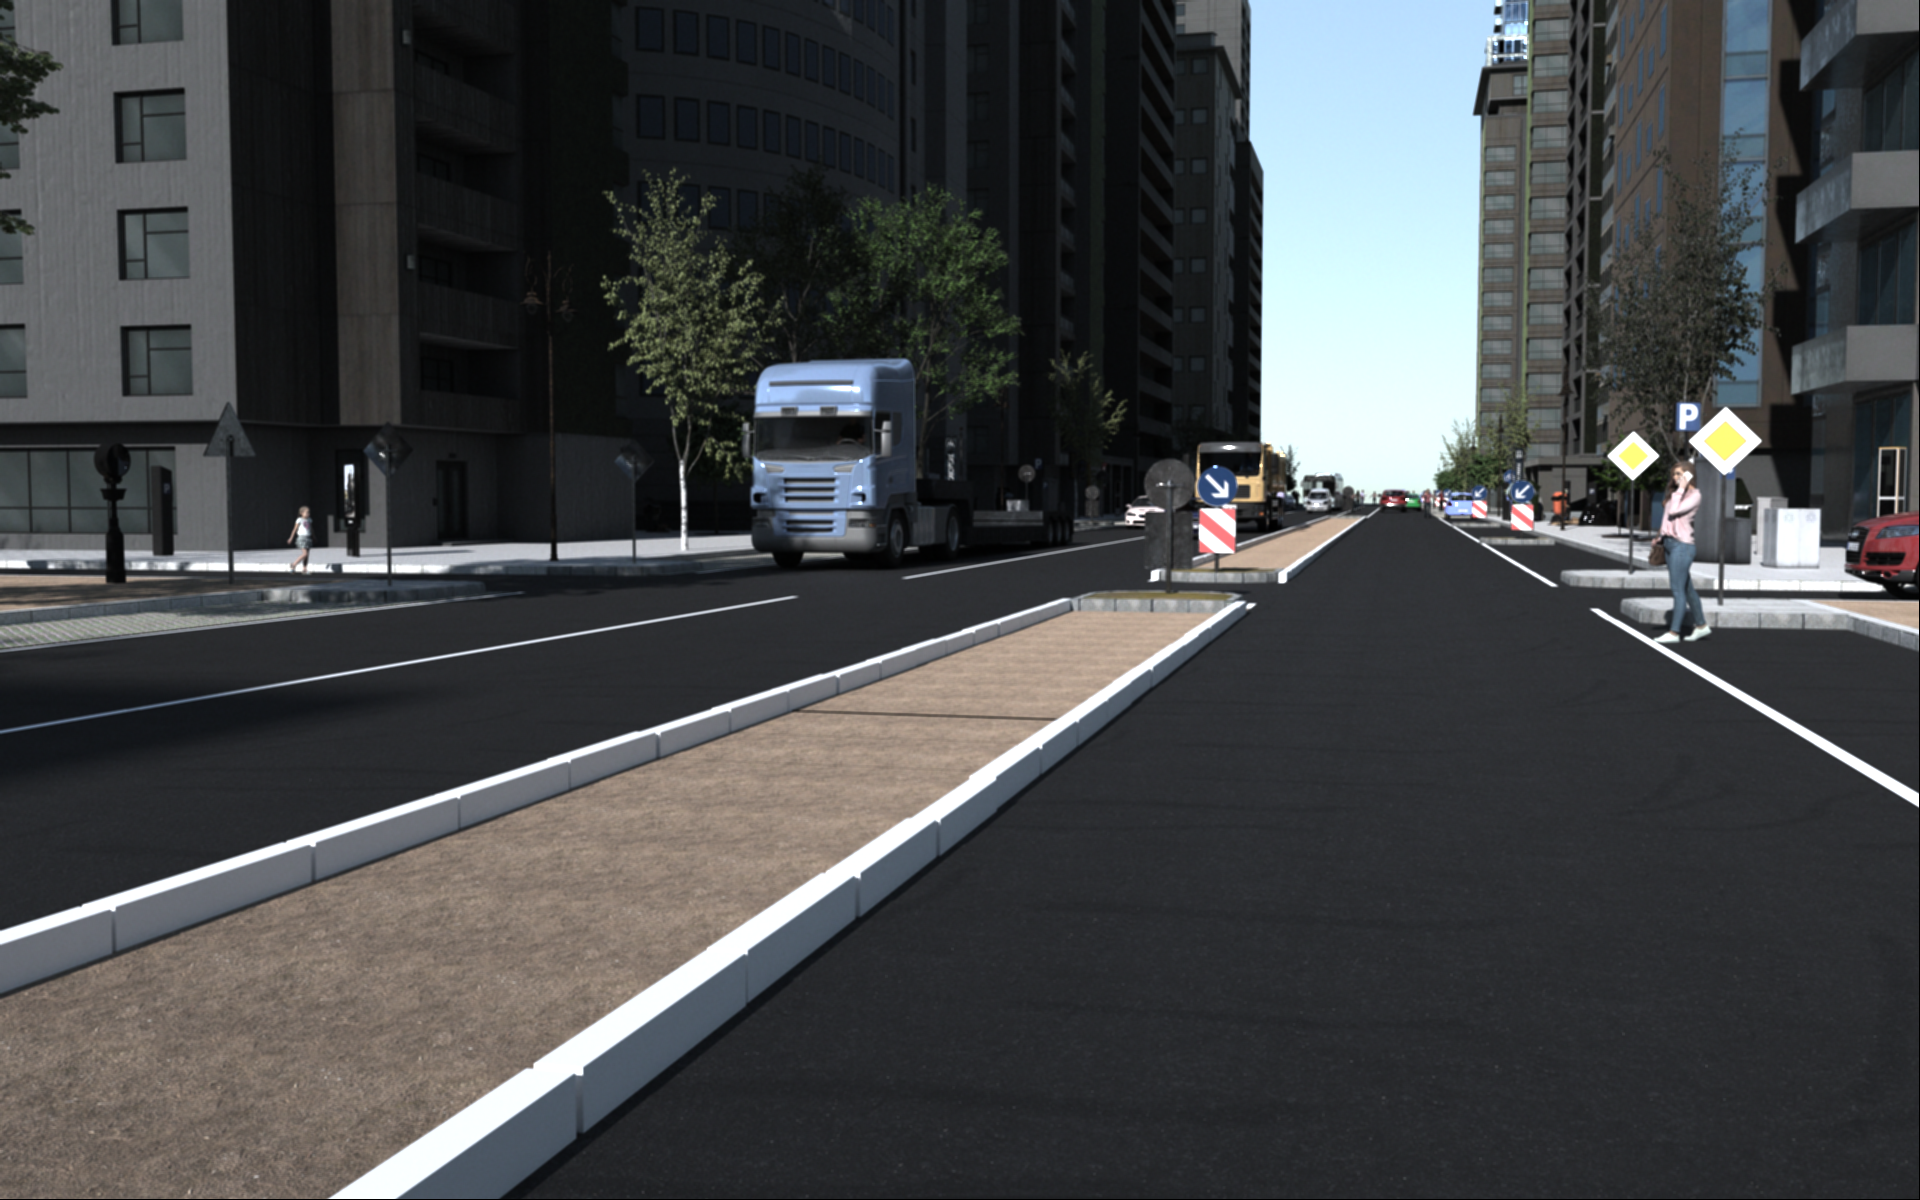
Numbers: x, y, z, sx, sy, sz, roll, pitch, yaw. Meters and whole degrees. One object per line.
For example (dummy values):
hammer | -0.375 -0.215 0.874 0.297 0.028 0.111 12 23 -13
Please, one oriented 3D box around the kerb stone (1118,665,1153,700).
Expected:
kerb stone | 1.228 0.606 12.333 0.120 0.150 1.000 1 4 14

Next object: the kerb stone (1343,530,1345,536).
kerb stone | 12.432 -2.103 56.575 0.120 0.150 1.000 1 4 14

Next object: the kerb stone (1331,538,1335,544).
kerb stone | 10.164 -1.555 47.625 0.120 0.150 1.000 1 4 14

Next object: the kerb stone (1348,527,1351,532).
kerb stone | 13.942 -2.463 62.539 0.120 0.150 1.000 1 4 14

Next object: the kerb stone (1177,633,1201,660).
kerb stone | 1.990 0.428 15.311 0.120 0.150 1.000 1 4 14

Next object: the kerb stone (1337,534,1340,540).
kerb stone | 11.173 -1.796 51.598 0.120 0.150 1.000 1 4 14

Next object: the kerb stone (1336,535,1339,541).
kerb stone | 10.919 -1.735 50.608 0.120 0.150 1.000 1 4 14

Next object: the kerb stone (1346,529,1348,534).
kerb stone | 13.185 -2.280 59.560 0.120 0.150 1.000 1 4 14

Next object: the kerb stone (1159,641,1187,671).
kerb stone | 1.739 0.482 14.320 0.120 0.150 1.000 1 4 14

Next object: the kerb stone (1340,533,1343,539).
kerb stone | 11.682 -1.920 53.585 0.120 0.150 1.000 1 4 14

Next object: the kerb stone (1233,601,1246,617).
kerb stone | 3.250 0.120 20.278 0.120 0.150 1.000 1 4 14

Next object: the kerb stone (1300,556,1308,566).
kerb stone | 6.648 -0.706 33.741 0.120 0.150 1.000 1 4 14

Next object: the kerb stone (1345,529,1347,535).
kerb stone | 12.940 -2.223 58.566 0.120 0.150 1.000 1 4 14

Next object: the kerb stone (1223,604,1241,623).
kerb stone | 2.994 0.178 19.286 0.120 0.150 1.000 1 4 14

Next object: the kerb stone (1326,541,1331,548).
kerb stone | 9.412 -1.373 44.645 0.120 0.150 1.000 1 4 14

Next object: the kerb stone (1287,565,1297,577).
kerb stone | 5.655 -0.463 29.770 0.120 0.150 1.000 1 4 14

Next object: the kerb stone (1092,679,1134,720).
kerb stone | 0.987 0.665 11.339 0.120 0.150 1.000 1 4 14

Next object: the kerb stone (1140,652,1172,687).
kerb stone | 1.489 0.543 13.321 0.120 0.150 1.000 1 4 14

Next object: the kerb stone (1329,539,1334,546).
kerb stone | 9.916 -1.494 46.628 0.120 0.150 1.000 1 4 14

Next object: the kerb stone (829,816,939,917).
kerb stone | -0.274 0.968 6.362 0.120 0.150 1.000 1 4 14

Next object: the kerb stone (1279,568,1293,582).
kerb stone | 5.393 -0.398 28.779 0.120 0.150 1.000 1 4 14

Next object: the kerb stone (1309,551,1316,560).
kerb stone | 7.414 -0.885 36.711 0.120 0.150 1.000 1 4 14

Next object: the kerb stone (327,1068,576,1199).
kerb stone | -1.033 1.152 3.377 0.120 0.150 1.000 1 4 14

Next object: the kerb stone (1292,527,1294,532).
kerb stone | 12.154 -2.558 64.047 0.120 0.150 1.000 1 4 14

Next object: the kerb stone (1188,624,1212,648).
kerb stone | 2.236 0.360 16.303 0.120 0.150 1.000 1 4 14

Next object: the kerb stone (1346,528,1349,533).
kerb stone | 13.436 -2.346 60.558 0.120 0.150 1.000 1 4 14

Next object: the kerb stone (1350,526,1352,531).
kerb stone | 14.447 -2.587 64.519 0.120 0.150 1.000 1 4 14

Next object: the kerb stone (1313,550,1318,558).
kerb stone | 7.652 -0.949 37.705 0.120 0.150 1.000 1 4 14

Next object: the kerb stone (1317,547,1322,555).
kerb stone | 8.162 -1.069 39.688 0.120 0.150 1.000 1 4 14

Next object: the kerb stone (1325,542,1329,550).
kerb stone | 9.162 -1.312 43.651 0.120 0.150 1.000 1 4 14

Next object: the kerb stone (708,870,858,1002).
kerb stone | -0.533 1.029 5.368 0.120 0.150 1.000 1 4 14

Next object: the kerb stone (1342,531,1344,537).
kerb stone | 12.179 -2.041 55.584 0.120 0.150 1.000 1 4 14

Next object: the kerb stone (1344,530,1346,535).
kerb stone | 12.683 -2.162 57.566 0.120 0.150 1.000 1 4 14

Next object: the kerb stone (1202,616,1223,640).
kerb stone | 2.494 0.299 17.299 0.120 0.150 1.000 1 4 14

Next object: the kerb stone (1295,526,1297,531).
kerb stone | 12.661 -2.681 66.037 0.120 0.150 1.000 1 4 14

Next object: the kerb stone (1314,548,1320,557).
kerb stone | 7.908 -1.007 38.695 0.120 0.150 1.000 1 4 14

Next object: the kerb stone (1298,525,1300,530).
kerb stone | 13.160 -2.801 68.034 0.120 0.150 1.000 1 4 14

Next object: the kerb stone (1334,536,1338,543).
kerb stone | 10.670 -1.677 49.617 0.120 0.150 1.000 1 4 14

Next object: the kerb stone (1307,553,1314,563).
kerb stone | 7.156 -0.827 35.720 0.120 0.150 1.000 1 4 14

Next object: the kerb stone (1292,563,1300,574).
kerb stone | 5.911 -0.524 30.760 0.120 0.150 1.000 1 4 14

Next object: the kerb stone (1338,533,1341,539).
kerb stone | 11.421 -1.859 52.590 0.120 0.150 1.000 1 4 14

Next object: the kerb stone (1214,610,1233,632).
kerb stone | 2.746 0.239 18.290 0.120 0.150 1.000 1 4 14

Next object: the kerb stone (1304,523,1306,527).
kerb stone | 14.175 -3.047 72.011 0.120 0.150 1.000 1 4 14

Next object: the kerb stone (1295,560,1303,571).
kerb stone | 6.157 -0.585 31.752 0.120 0.150 1.000 1 4 14

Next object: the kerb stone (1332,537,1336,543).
kerb stone | 10.419 -1.616 48.623 0.120 0.150 1.000 1 4 14

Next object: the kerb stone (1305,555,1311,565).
kerb stone | 6.900 -0.767 34.731 0.120 0.150 1.000 1 4 14

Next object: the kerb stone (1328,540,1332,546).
kerb stone | 9.659 -1.434 45.636 0.120 0.150 1.000 1 4 14

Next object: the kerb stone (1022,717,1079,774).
kerb stone | 0.482 0.786 9.351 0.120 0.150 1.000 1 4 14

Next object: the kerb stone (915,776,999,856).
kerb stone | -0.015 0.913 7.352 0.120 0.150 1.000 1 4 14

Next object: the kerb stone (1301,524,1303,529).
kerb stone | 13.665 -2.925 70.023 0.120 0.150 1.000 1 4 14

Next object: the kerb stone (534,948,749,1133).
kerb stone | -0.779 1.090 4.376 0.120 0.150 1.000 1 4 14

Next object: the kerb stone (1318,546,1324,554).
kerb stone | 8.408 -1.123 40.680 0.120 0.150 1.000 1 4 14

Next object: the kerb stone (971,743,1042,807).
kerb stone | 0.225 0.847 8.348 0.120 0.150 1.000 1 4 14

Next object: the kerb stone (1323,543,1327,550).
kerb stone | 8.905 -1.252 42.662 0.120 0.150 1.000 1 4 14

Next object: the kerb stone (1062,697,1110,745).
kerb stone | 0.737 0.727 10.343 0.120 0.150 1.000 1 4 14

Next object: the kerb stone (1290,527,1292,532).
kerb stone | 11.909 -2.499 63.051 0.120 0.150 1.000 1 4 14

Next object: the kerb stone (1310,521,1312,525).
kerb stone | 15.430 -3.349 76.973 0.120 0.150 1.000 1 4 14

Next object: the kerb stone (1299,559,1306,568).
kerb stone | 6.398 -0.638 32.750 0.120 0.150 1.000 1 4 14

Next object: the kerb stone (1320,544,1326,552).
kerb stone | 8.658 -1.191 41.670 0.120 0.150 1.000 1 4 14
